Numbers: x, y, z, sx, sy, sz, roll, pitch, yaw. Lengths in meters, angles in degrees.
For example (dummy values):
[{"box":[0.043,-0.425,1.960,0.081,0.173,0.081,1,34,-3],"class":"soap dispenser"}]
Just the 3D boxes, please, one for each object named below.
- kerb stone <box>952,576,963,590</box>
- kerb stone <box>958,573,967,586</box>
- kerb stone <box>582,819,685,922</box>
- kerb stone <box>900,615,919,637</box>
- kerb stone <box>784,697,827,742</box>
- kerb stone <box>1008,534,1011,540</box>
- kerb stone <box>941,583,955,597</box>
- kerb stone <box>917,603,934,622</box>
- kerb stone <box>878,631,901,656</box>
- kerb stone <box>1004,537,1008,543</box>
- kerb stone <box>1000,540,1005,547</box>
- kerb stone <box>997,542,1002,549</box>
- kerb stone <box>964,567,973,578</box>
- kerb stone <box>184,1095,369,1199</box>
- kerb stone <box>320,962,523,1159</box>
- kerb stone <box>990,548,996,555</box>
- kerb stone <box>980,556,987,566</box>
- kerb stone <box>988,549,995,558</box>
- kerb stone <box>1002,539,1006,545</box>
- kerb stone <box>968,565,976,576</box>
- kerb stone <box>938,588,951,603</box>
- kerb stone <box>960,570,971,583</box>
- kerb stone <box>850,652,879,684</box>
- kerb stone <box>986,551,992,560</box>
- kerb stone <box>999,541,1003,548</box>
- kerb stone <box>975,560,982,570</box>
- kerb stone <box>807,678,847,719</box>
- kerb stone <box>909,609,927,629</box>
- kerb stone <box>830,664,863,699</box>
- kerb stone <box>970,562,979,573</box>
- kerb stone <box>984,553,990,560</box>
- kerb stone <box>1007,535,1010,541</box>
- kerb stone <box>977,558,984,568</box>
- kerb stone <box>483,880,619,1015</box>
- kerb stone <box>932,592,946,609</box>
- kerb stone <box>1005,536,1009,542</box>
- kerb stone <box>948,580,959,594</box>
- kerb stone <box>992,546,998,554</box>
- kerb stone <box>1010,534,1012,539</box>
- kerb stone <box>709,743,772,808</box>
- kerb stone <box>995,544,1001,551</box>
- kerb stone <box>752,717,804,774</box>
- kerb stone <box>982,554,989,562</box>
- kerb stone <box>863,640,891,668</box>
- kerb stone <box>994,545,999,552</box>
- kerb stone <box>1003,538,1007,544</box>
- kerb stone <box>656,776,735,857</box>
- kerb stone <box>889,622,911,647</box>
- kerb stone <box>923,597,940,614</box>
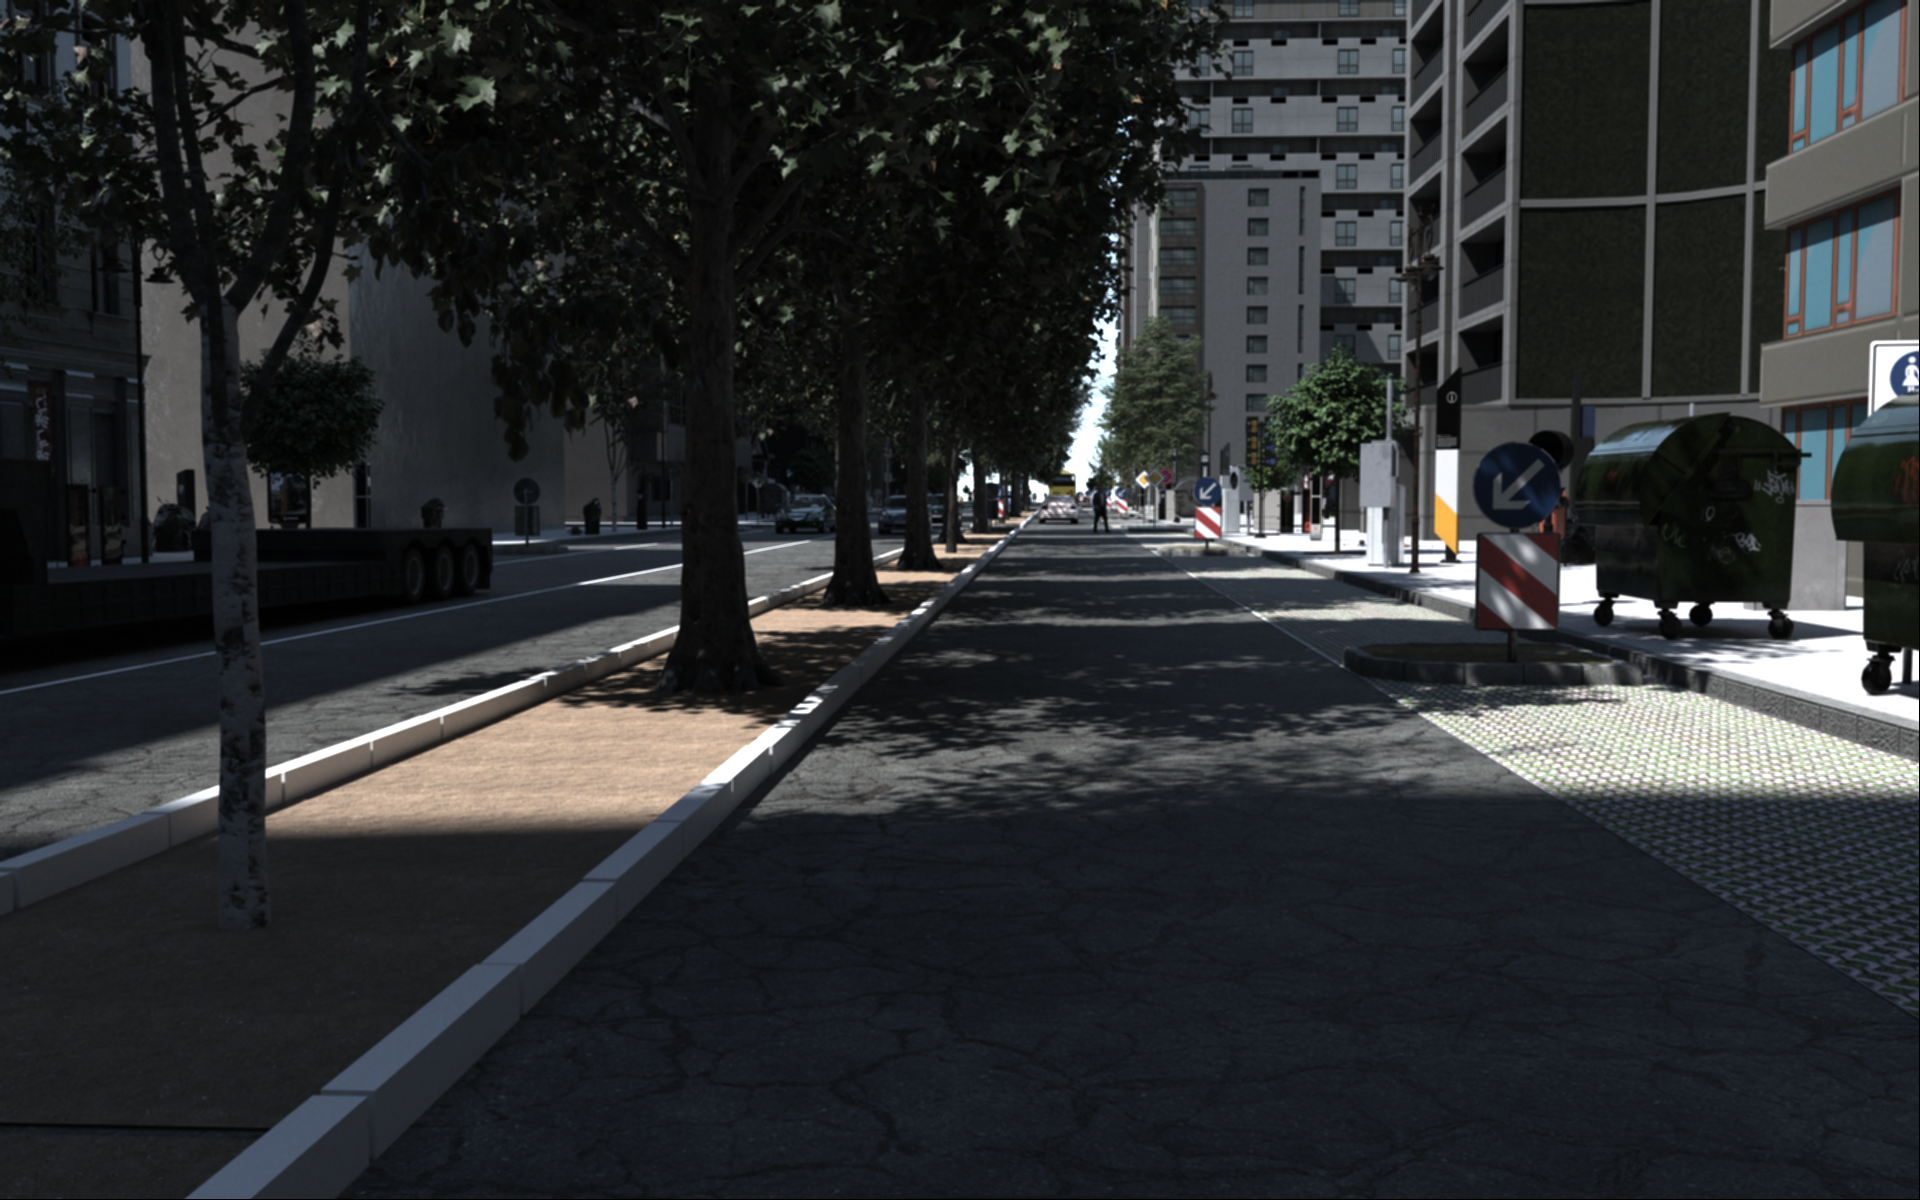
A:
[{"box":[-0.074,-0.214,25.731,0.120,0.150,1.000,0,4,3],"class":"kerb stone"},{"box":[-0.017,-0.278,26.766,0.120,0.150,1.000,0,4,3],"class":"kerb stone"},{"box":[-1.174,0.973,6.281,0.120,0.150,1.000,0,4,3],"class":"kerb stone"},{"box":[-0.536,0.285,17.530,0.120,0.150,1.000,0,4,3],"class":"kerb stone"},{"box":[-0.938,0.728,10.374,0.120,0.150,1.000,0,4,3],"class":"kerb stone"},{"box":[1.376,-1.785,51.377,0.120,0.150,1.000,0,4,3],"class":"kerb stone"},{"box":[-0.199,-0.091,23.685,0.120,0.150,1.000,0,4,3],"class":"kerb stone"},{"box":[-0.418,0.164,19.579,0.120,0.150,1.000,0,4,3],"class":"kerb stone"},{"box":[-0.653,0.414,15.486,0.120,0.150,1.000,0,4,3],"class":"kerb stone"},{"box":[1.198,-1.595,48.303,0.120,0.150,1.000,0,4,3],"class":"kerb stone"},{"box":[1.029,-1.408,45.223,0.120,0.150,1.000,0,4,3],"class":"kerb stone"},{"box":[0.912,-1.283,43.168,0.120,0.150,1.000,0,4,3],"class":"kerb stone"},{"box":[0.094,-0.404,28.828,0.120,0.150,1.000,0,4,3],"class":"kerb stone"},{"box":[-1.348,1.162,3.197,0.120,0.150,1.000,0,4,3],"class":"kerb stone"},{"box":[-1.289,1.099,4.228,0.120,0.150,1.000,0,4,3],"class":"kerb stone"},{"box":[0.680,-1.032,39.064,0.120,0.150,1.000,0,4,3],"class":"kerb stone"},{"box":[0.390,-0.719,33.950,0.120,0.150,1.000,0,4,3],"class":"kerb stone"},{"box":[0.625,-0.965,38.042,0.120,0.150,1.000,0,4,3],"class":"kerb stone"},{"box":[1.089,-1.471,46.250,0.120,0.150,1.000,0,4,3],"class":"kerb stone"},{"box":[0.157,-0.468,29.848,0.120,0.150,1.000,0,4,3],"class":"kerb stone"},{"box":[-0.242,-0.028,22.654,0.120,0.150,1.000,0,4,3],"class":"kerb stone"},{"box":[0.050,-0.338,27.792,0.120,0.150,1.000,0,4,3],"class":"kerb stone"},{"box":[-0.764,0.541,13.440,0.120,0.150,1.000,0,4,3],"class":"kerb stone"},{"box":[0.554,-0.905,37.022,0.120,0.150,1.000,0,4,3],"class":"kerb stone"},{"box":[0.968,-1.346,44.203,0.120,0.150,1.000,0,4,3],"class":"kerb stone"},{"box":[0.269,-0.594,31.905,0.120,0.150,1.000,0,4,3],"class":"kerb stone"},{"box":[-0.884,0.661,11.394,0.120,0.150,1.000,0,4,3],"class":"kerb stone"},{"box":[-0.481,0.229,18.559,0.120,0.150,1.000,0,4,3],"class":"kerb stone"},{"box":[-0.829,0.598,12.419,0.120,0.150,1.000,0,4,3],"class":"kerb stone"},{"box":[0.208,-0.531,30.880,0.120,0.150,1.000,0,4,3],"class":"kerb stone"},{"box":[0.500,-0.843,35.992,0.120,0.150,1.000,0,4,3],"class":"kerb stone"},{"box":[1.311,-1.722,50.354,0.120,0.150,1.000,0,4,3],"class":"kerb stone"},{"box":[0.331,-0.653,32.930,0.120,0.150,1.000,0,4,3],"class":"kerb stone"},{"box":[-1.230,1.043,5.260,0.120,0.150,1.000,0,4,3],"class":"kerb stone"},{"box":[-0.301,0.036,21.631,0.120,0.150,1.000,0,4,3],"class":"kerb stone"},{"box":[1.258,-1.660,49.330,0.120,0.150,1.000,0,4,3],"class":"kerb stone"},{"box":[-0.136,-0.153,24.707,0.120,0.150,1.000,0,4,3],"class":"kerb stone"},{"box":[0.739,-1.091,40.084,0.120,0.150,1.000,0,4,3],"class":"kerb stone"},{"box":[1.431,-1.848,52.405,0.120,0.150,1.000,0,4,3],"class":"kerb stone"},{"box":[-1.059,0.848,8.333,0.120,0.150,1.000,0,4,3],"class":"kerb stone"},{"box":[0.855,-1.220,42.144,0.120,0.150,1.000,0,4,3],"class":"kerb stone"},{"box":[-0.990,0.787,9.353,0.120,0.150,1.000,0,4,3],"class":"kerb stone"},{"box":[0.449,-0.775,34.971,0.120,0.150,1.000,0,4,3],"class":"kerb stone"},{"box":[-0.709,0.473,14.465,0.120,0.150,1.000,0,4,3],"class":"kerb stone"},{"box":[0.792,-1.157,41.116,0.120,0.150,1.000,0,4,3],"class":"kerb stone"},{"box":[1.144,-1.530,47.271,0.120,0.150,1.000,0,4,3],"class":"kerb stone"},{"box":[-1.115,0.911,7.305,0.120,0.150,1.000,0,4,3],"class":"kerb stone"},{"box":[-0.595,0.348,16.510,0.120,0.150,1.000,0,4,3],"class":"kerb stone"},{"box":[-0.367,0.097,20.606,0.120,0.150,1.000,0,4,3],"class":"kerb stone"}]
